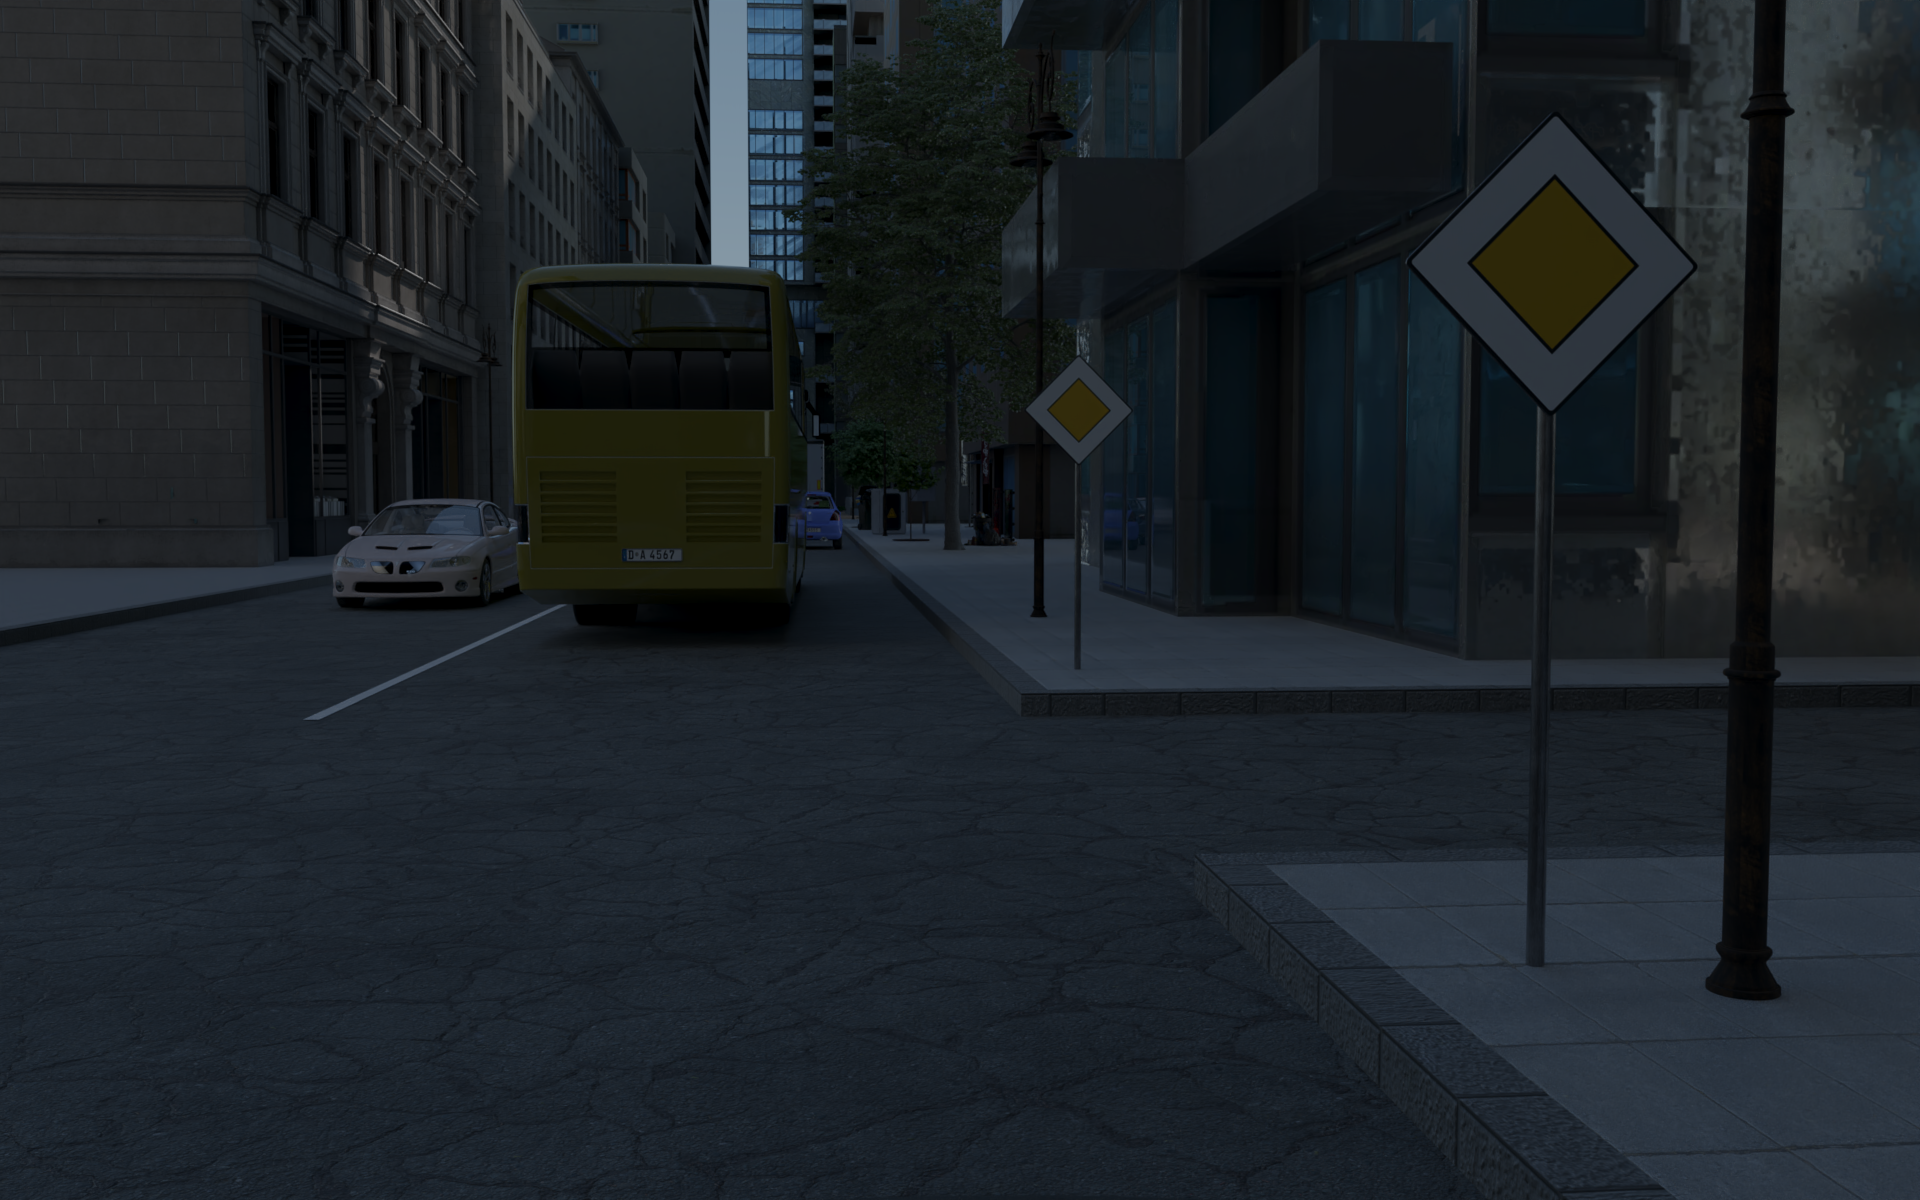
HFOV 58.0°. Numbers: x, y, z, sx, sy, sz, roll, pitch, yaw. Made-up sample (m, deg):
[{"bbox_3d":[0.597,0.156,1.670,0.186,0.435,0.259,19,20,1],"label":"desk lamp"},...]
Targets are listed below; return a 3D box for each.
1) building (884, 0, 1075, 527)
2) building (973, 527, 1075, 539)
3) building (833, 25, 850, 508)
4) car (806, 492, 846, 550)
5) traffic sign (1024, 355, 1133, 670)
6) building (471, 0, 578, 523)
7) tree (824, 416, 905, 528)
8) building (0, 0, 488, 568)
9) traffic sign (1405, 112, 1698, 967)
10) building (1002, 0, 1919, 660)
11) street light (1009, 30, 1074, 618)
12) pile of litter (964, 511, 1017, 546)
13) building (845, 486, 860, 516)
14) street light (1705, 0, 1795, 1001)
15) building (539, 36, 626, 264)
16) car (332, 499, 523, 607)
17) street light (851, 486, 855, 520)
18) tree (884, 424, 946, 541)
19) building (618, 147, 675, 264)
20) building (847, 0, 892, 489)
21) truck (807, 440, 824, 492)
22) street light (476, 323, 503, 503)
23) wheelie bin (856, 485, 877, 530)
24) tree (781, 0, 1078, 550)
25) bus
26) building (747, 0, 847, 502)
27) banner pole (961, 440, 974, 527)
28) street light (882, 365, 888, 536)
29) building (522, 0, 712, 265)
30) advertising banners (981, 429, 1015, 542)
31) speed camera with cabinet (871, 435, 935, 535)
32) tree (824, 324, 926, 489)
[{"bbox_3d":[3.679,-26.329,80.594,14.600,45.320,14.200,0,4,-5],"label":"building"},{"bbox_3d":[7.604,-24.769,55.078,14.600,45.320,14.200,0,4,-5],"label":"building"},{"bbox_3d":[-4.331,-28.873,155.669,14.154,41.232,14.086,0,4,-5],"label":"building"},{"bbox_3d":[-3.988,-2.226,45.981,1.945,1.707,3.694,0,4,-5],"label":"car"},{"bbox_3d":[0.857,-0.548,12.609,0.795,2.450,0.064,0,4,-5],"label":"traffic sign"},{"bbox_3d":[-19.419,-12.504,59.194,10.420,20.320,16.860,0,4,-5],"label":"building"},{"bbox_3d":[-3.549,-5.058,66.418,4.285,4.588,4.351,0,3,0],"label":"tree"},{"bbox_3d":[-16.811,-10.992,30.630,10.553,20.767,40.483,0,4,-5],"label":"building"},{"bbox_3d":[1.564,-0.062,4.655,0.795,2.450,0.064,0,4,-5],"label":"traffic sign"},{"bbox_3d":[15.745,-24.640,22.473,30.456,49.044,23.786,0,4,-5],"label":"building"},{"bbox_3d":[0.823,-2.759,17.903,0.468,5.910,1.993,0,4,-5],"label":"street light"},{"bbox_3d":[0.714,-1.789,43.222,1.176,0.858,1.719,-2,4,-30],"label":"pile of litter"},{"bbox_3d":[8.902,-25.581,110.130,32.217,40.220,23.993,0,4,-5],"label":"building"},{"bbox_3d":[2.022,-1.927,4.294,0.468,5.910,1.993,0,4,-5],"label":"street light"},{"bbox_3d":[-20.619,-13.915,76.667,9.793,20.994,18.267,0,4,-5],"label":"building"},{"bbox_3d":[-7.070,-0.679,23.458,2.083,1.381,4.827,0,4,-5],"label":"car"},{"bbox_3d":[-5.387,-6.992,87.109,0.468,5.910,1.993,0,4,-5],"label":"street light"},{"bbox_3d":[-1.433,-3.216,47.178,1.663,3.219,1.824,0,3,0],"label":"tree"},{"bbox_3d":[-31.396,-15.582,99.806,27.650,21.520,28.899,0,4,-5],"label":"building"},{"bbox_3d":[4.930,-33.399,135.305,28.713,52.752,27.495,0,4,-5],"label":"building"},{"bbox_3d":[-8.884,-6.464,94.596,2.839,4.237,11.283,0,4,-7],"label":"truck"},{"bbox_3d":[-12.738,-4.540,47.017,0.468,5.910,1.993,0,4,-5],"label":"street light"},{"bbox_3d":[-3.219,-3.296,61.798,0.980,1.594,0.693,-2,4,-32],"label":"wheelie bin"},{"bbox_3d":[-0.164,-7.396,39.056,7.486,12.596,7.792,0,3,0],"label":"tree"},{"bbox_3d":[-3.263,-1.856,21.900,2.896,3.916,12.252,0,4,-4],"label":"bus"},{"bbox_3d":[-10.271,-53.097,180.805,31.000,86.520,22.319,0,4,-5],"label":"building"},{"bbox_3d":[0.251,-4.676,66.475,0.401,3.779,0.863,2,4,31],"label":"banner pole"},{"bbox_3d":[-2.288,-4.887,52.688,0.468,5.910,1.993,0,4,-5],"label":"street light"},{"bbox_3d":[-29.209,-30.628,124.476,21.300,48.544,21.600,0,4,-5],"label":"building"},{"bbox_3d":[0.992,-3.066,46.317,0.090,3.025,2.074,-1,4,-23],"label":"advertising banners"},{"bbox_3d":[-1.806,-3.735,55.405,2.038,3.252,0.660,-2,4,-29],"label":"speed camera with cabinet"},{"bbox_3d":[-3.350,-7.395,71.263,4.360,8.622,3.978,0,3,0],"label":"tree"}]
